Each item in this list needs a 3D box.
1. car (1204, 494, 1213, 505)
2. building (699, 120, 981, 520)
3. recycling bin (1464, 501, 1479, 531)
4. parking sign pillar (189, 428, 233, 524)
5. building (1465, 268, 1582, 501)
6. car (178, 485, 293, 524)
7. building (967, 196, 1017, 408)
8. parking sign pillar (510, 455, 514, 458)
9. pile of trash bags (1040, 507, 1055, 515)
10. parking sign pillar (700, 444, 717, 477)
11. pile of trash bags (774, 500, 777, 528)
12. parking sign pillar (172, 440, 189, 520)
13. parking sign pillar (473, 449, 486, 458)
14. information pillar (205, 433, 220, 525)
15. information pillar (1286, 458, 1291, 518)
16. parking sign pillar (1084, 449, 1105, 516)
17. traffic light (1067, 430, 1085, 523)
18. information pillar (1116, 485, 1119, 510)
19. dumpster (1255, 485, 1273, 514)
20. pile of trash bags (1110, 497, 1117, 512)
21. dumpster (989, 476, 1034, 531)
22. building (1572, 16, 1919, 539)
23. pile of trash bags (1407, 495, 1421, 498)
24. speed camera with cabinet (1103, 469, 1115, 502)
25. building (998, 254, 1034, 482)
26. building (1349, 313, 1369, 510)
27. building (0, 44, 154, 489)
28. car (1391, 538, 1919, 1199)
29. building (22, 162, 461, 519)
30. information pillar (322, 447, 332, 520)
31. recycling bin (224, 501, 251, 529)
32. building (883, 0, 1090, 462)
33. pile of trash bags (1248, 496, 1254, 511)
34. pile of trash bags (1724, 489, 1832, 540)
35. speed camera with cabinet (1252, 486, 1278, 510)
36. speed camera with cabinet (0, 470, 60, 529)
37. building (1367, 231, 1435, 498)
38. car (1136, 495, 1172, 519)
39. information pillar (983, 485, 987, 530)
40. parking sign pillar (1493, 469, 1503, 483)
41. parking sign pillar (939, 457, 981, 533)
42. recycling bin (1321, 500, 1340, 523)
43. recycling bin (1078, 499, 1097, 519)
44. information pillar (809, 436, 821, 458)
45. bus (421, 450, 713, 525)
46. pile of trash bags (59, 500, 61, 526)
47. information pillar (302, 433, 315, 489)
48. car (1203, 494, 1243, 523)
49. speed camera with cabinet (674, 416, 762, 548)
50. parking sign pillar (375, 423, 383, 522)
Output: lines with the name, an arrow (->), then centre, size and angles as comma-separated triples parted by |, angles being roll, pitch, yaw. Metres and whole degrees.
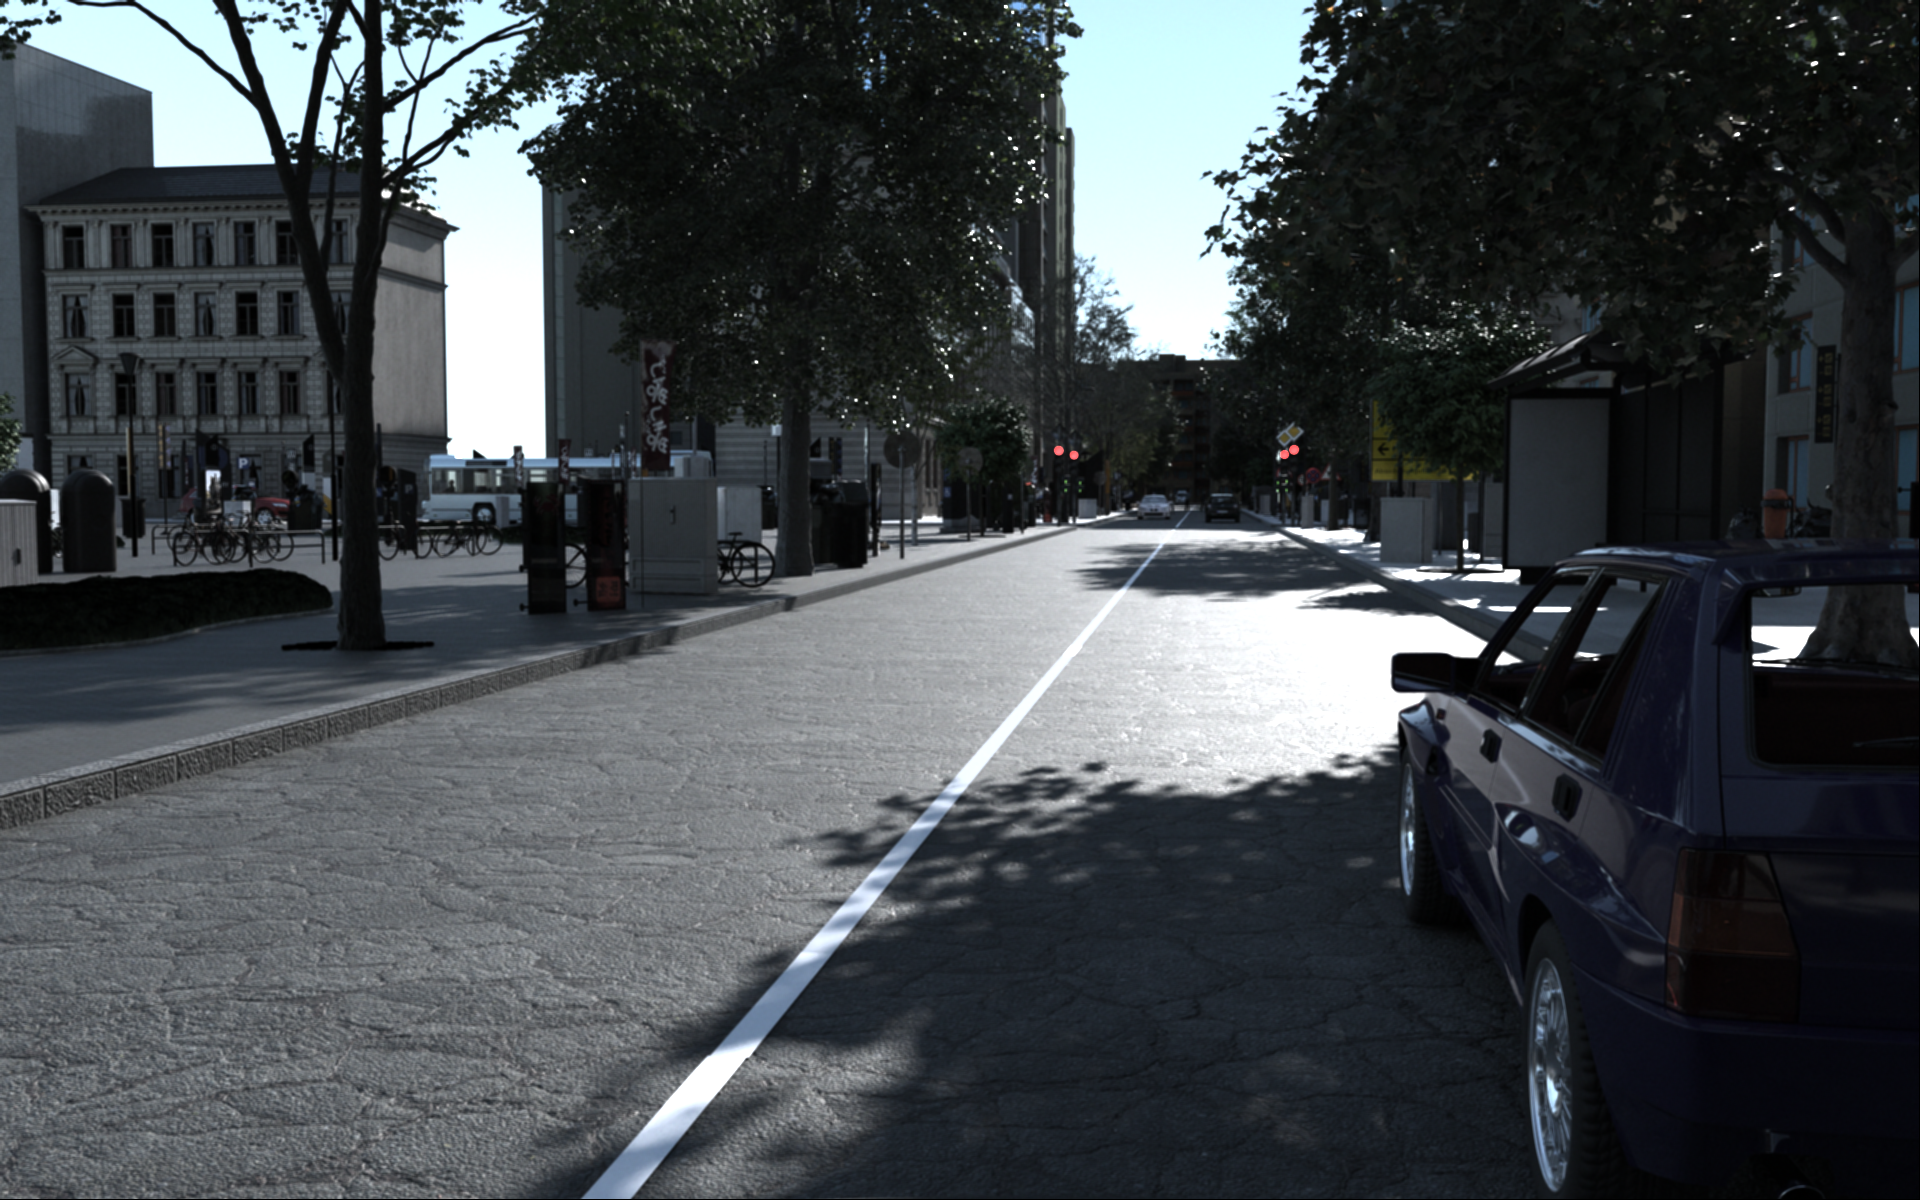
car -> 19.949, -7.466, 133.866 | 2.131, 1.459, 4.920 | 0, 4, 8
building -> -5.936, -15.861, 95.487 | 11.583, 22.565, 21.152 | 0, 4, 8
recycling bin -> 17.994, -2.966, 61.045 | 0.722, 1.027, 0.722 | -1, 4, -9
parking sign pillar -> -30.593, -5.051, 71.058 | 1.447, 3.967, 1.447 | -2, 4, -34
building -> 35.278, -15.165, 84.108 | 21.152, 22.565, 11.583 | 0, 4, 8
car -> -31.879, -4.167, 76.811 | 5.304, 1.827, 2.281 | 0, 4, 7
building -> -4.042, -16.915, 118.358 | 13.314, 21.916, 24.055 | 0, 4, 8
parking sign pillar -> -27.352, -7.153, 105.429 | 1.447, 3.967, 1.447 | 2, 4, 33
pile of trash bags -> 5.388, -5.974, 107.423 | 1.912, 1.369, 3.447 | 0, 4, -2
parking sign pillar -> -13.272, -6.387, 92.902 | 1.447, 3.967, 1.447 | -2, 4, -28
pile of trash bags -> -7.600, -3.470, 66.485 | 1.912, 1.369, 3.447 | -1, 4, -12
parking sign pillar -> -38.551, -5.986, 86.347 | 1.447, 3.967, 1.447 | -2, 4, -30
parking sign pillar -> -28.334, -7.024, 103.306 | 1.447, 3.967, 1.447 | -2, 4, -33
information pillar -> -28.517, -4.572, 66.100 | 0.504, 3.616, 0.183 | -2, 4, -31
information pillar -> 17.839, -6.273, 93.923 | 0.183, 3.616, 0.504 | -1, 4, -15
parking sign pillar -> 7.961, -7.050, 103.743 | 1.447, 3.967, 1.447 | 1, 4, 17
traffic light -> 5.039, -5.325, 75.988 | 0.839, 4.253, 0.868 | 0, 4, 8
information pillar -> 12.599, -8.159, 137.891 | 0.304, 2.012, 0.304 | 0, 4, 1
dumpster -> 19.679, -6.478, 111.678 | 1.264, 1.857, 1.865 | 0, 4, 8
pile of trash bags -> 10.274, -7.156, 126.752 | 1.912, 1.369, 3.447 | 1, 4, 23
dumpster -> 1.785, -3.601, 61.363 | 1.502, 2.255, 1.985 | 0, 4, 8
building -> 32.105, -12.002, 41.264 | 27.650, 21.520, 28.899 | 0, 4, 8
pile of trash bags -> 26.219, -5.642, 101.992 | 3.447, 1.369, 1.912 | 0, 4, 7
speed camera with cabinet -> 11.849, -8.809, 138.370 | 0.660, 3.252, 2.038 | -1, 4, -10
building -> -0.084, -17.353, 138.471 | 10.420, 20.320, 16.860 | 0, 4, 8
building -> 37.938, -19.521, 137.195 | 12.078, 24.808, 19.932 | 0, 4, 8
building -> -57.989, -17.103, 97.650 | 19.932, 24.808, 12.078 | 0, 4, 8
car -> 2.173, 0.492, 4.531 | 1.945, 1.354, 3.894 | 1, 4, 8
building -> -38.456, -14.048, 94.305 | 19.286, 19.102, 10.561 | 0, 4, 8
information pillar -> -31.620, -5.831, 86.694 | 0.504, 3.616, 0.183 | 0, 4, -2
recycling bin -> -26.985, -3.189, 64.700 | 0.722, 1.027, 0.722 | 0, 4, 3
building -> -0.469, -54.783, 208.369 | 31.000, 86.520, 22.319 | 0, 4, 8
pile of trash bags -> 23.480, -7.686, 135.422 | 1.912, 1.369, 3.447 | 1, 4, 11
pile of trash bags -> 14.798, -1.322, 31.366 | 1.912, 1.369, 3.447 | 2, 4, 25
speed camera with cabinet -> 24.527, -8.863, 139.250 | 2.038, 3.252, 0.660 | 3, 4, 36
speed camera with cabinet -> -32.809, -4.067, 60.831 | 2.038, 3.252, 0.660 | 0, 4, 1
building -> 35.236, -20.267, 117.271 | 13.634, 28.700, 20.117 | 0, 4, 8
car -> 11.186, -5.346, 99.765 | 2.083, 1.381, 4.827 | 0, 4, 7
information pillar -> 0.731, -3.460, 61.055 | 0.304, 2.012, 0.304 | 3, 4, 37
parking sign pillar -> 19.484, -4.435, 60.988 | 1.447, 3.967, 1.447 | 3, 4, 36
parking sign pillar -> 0.043, -4.196, 57.070 | 1.447, 3.967, 1.447 | -3, 5, -44
recycling bin -> 16.237, -3.874, 75.896 | 0.722, 1.027, 0.722 | 1, 4, 21
recycling bin -> 6.601, -4.712, 89.593 | 0.722, 1.027, 0.722 | -2, 4, -31
information pillar -> -5.871, -4.831, 70.340 | 0.504, 3.616, 0.183 | -2, 4, -26
bus -> -17.445, -4.902, 75.012 | 13.247, 3.499, 2.948 | 1, 4, 10
pile of trash bags -> -36.849, -3.629, 69.094 | 1.912, 1.369, 3.447 | 0, 4, -6
information pillar -> -24.928, -4.586, 66.337 | 0.183, 3.616, 0.504 | 3, 5, 41
car -> 13.321, -4.766, 87.715 | 2.009, 1.686, 4.222 | 1, 4, 9
speed camera with cabinet -> -5.788, -2.882, 41.464 | 2.038, 3.252, 0.660 | -2, 4, -33
parking sign pillar -> -22.034, -4.704, 65.390 | 1.447, 3.967, 1.447 | -1, 4, -19
